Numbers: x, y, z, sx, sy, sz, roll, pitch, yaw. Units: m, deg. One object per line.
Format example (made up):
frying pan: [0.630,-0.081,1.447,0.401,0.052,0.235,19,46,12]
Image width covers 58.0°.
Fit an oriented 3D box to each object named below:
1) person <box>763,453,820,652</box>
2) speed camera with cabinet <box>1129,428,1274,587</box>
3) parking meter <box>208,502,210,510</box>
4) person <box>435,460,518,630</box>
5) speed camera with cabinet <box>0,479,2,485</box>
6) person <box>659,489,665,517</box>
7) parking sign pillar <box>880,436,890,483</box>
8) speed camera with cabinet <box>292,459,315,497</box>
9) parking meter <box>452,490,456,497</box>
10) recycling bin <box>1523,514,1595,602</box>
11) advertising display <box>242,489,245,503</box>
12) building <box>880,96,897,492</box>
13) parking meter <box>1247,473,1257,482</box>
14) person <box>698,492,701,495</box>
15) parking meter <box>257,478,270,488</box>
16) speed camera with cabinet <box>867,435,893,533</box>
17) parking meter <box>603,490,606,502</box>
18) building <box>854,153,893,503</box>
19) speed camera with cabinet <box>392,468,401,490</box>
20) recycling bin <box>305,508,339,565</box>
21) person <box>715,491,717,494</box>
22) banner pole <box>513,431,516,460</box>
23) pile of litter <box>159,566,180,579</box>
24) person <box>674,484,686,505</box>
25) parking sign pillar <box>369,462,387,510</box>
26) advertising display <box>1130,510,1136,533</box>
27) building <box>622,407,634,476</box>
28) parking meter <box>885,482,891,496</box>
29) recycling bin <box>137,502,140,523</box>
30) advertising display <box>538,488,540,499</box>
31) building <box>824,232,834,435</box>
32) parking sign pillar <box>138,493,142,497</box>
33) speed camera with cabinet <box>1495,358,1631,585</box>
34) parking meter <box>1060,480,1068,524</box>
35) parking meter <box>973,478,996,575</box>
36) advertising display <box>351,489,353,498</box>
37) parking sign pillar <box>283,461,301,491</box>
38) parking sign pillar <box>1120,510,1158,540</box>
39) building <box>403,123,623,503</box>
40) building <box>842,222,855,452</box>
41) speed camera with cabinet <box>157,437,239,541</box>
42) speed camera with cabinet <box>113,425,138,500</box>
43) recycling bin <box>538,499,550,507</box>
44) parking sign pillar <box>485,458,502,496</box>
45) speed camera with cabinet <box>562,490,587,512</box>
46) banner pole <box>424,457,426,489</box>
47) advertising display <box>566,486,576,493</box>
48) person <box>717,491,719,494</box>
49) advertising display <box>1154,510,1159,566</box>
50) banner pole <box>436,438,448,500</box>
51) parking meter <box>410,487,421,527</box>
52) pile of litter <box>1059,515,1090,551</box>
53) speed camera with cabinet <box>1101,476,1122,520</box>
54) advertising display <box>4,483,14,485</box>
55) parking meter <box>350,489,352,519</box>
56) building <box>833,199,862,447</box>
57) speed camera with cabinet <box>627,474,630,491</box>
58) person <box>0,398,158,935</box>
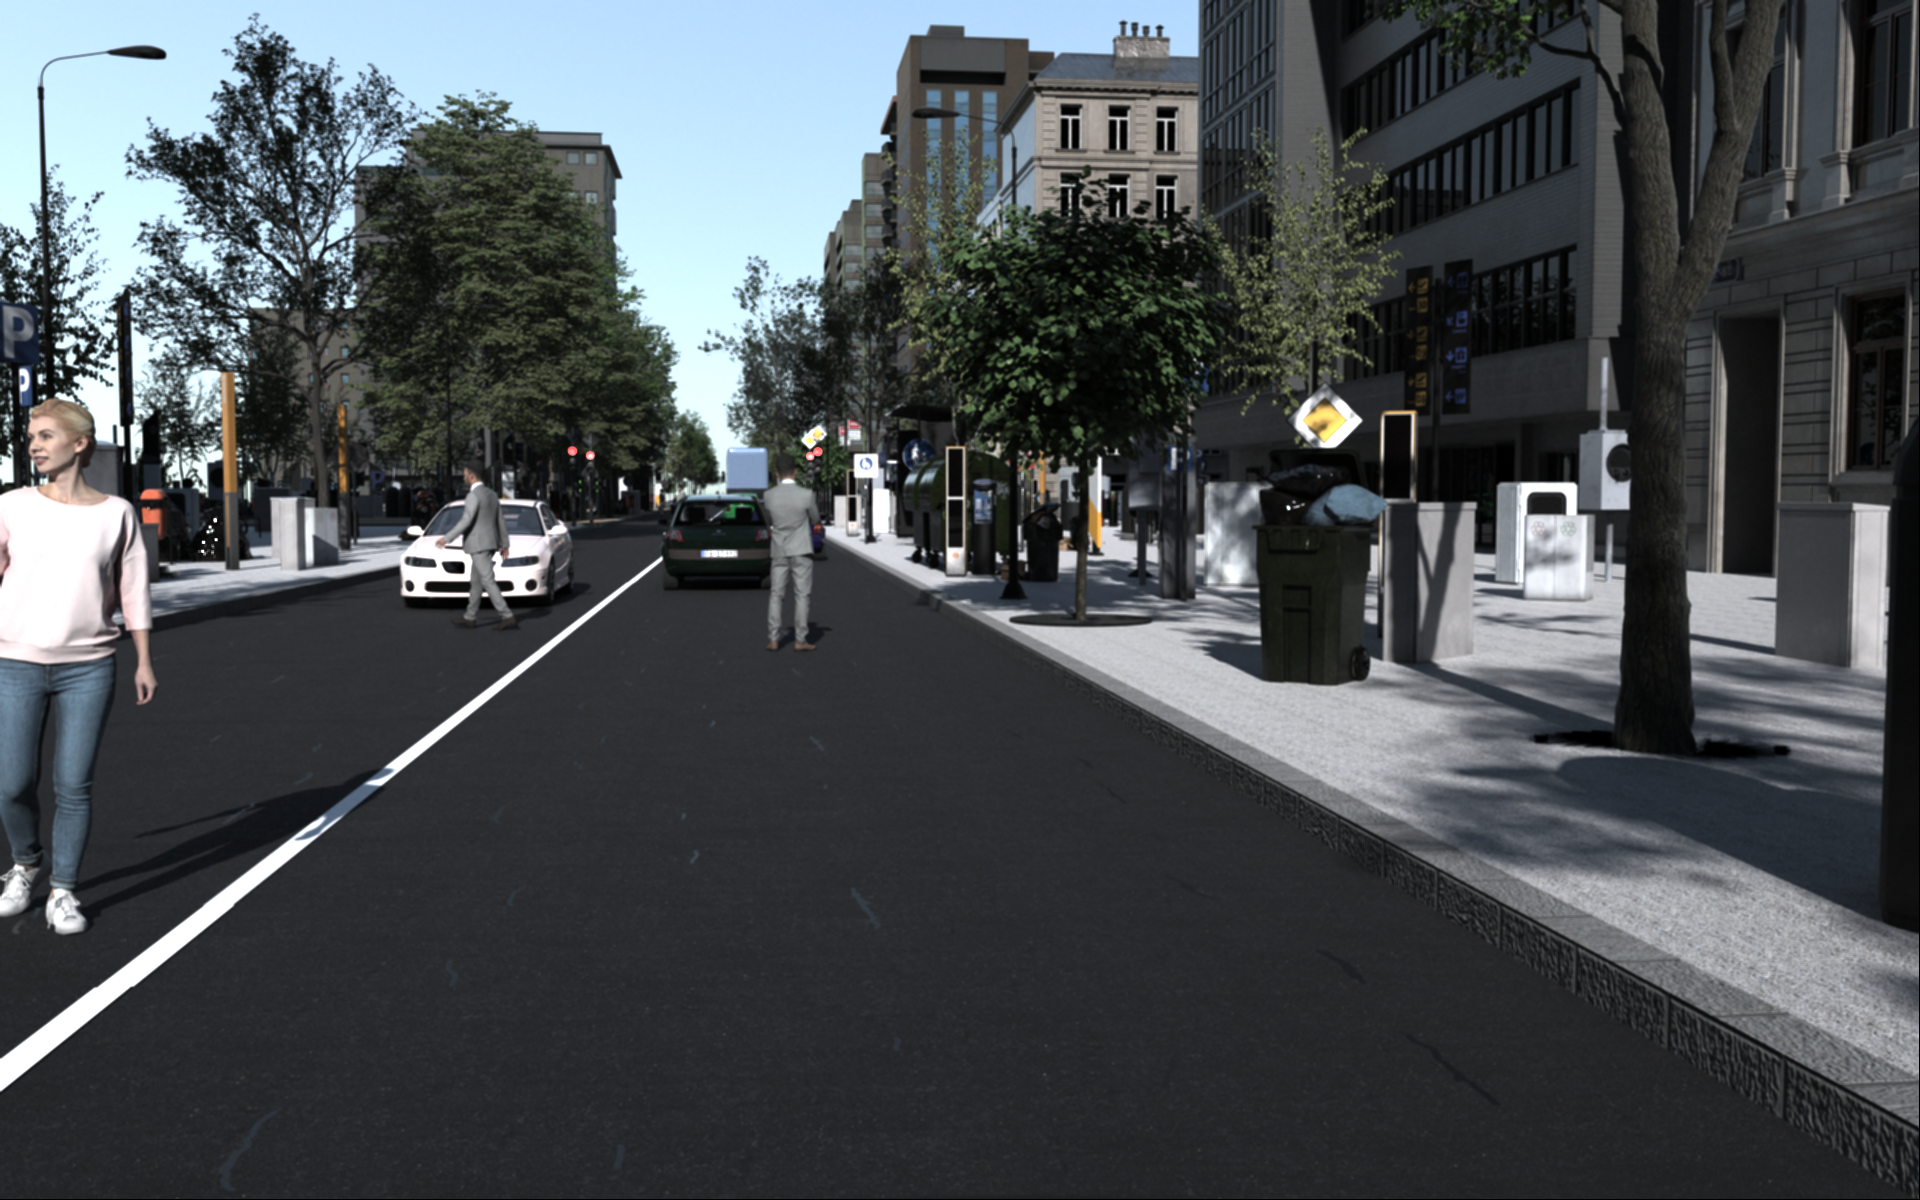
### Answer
person: [-1.542,-0.443,15.917,0.511,1.800,0.466,0,4,-1]
speed camera with cabinet: [3.418,-1.829,24.242,2.038,3.252,0.660,1,4,15]
parking meter: [-45.132,-5.872,104.419,0.372,1.533,0.369,0,3,0]
person: [-5.061,-0.583,18.313,0.850,1.792,0.678,1,4,12]
speed camera with cabinet: [-54.253,-6.316,97.603,0.660,3.252,2.038,-2,4,-33]
person: [-18.596,-6.062,108.166,0.362,1.759,0.519,-1,4,-16]
parking sign pillar: [-3.417,-5.557,79.332,1.447,3.967,1.447,0,4,-1]
speed camera with cabinet: [-36.640,-6.251,96.547,0.660,3.252,2.038,0,4,5]
parking meter: [-34.259,-6.643,117.026,0.372,1.533,0.369,0,3,0]
recycling bin: [7.289,-0.521,21.073,0.722,1.027,0.722,2,4,28]
advertising display: [-54.805,-7.776,132.345,0.123,1.923,0.974,-2,4,-29]
building: [2.760,-32.760,190.246,22.147,44.769,28.867,0,4,-7]
parking meter: [8.013,-2.561,47.590,0.255,1.863,0.399,0,4,2]
person: [-31.921,-12.475,212.989,1.217,1.766,0.721,3,5,41]
parking meter: [-24.812,-3.429,61.768,0.399,1.863,0.255,0,4,4]
speed camera with cabinet: [-2.724,-3.854,57.351,0.660,3.252,2.038,-1,4,-10]
parking meter: [-24.285,-6.754,118.833,0.372,1.533,0.369,0,3,0]
building: [-4.985,-32.257,210.993,14.154,41.232,14.086,0,4,-7]
speed camera with cabinet: [-42.648,-8.377,131.293,0.660,3.252,2.038,-1,4,-22]
recycling bin: [-11.823,-1.159,31.512,0.722,1.027,0.722,1,4,19]
person: [-36.145,-15.231,257.401,0.709,1.838,0.599,-1,4,-18]
banner pole: [-17.662,-4.799,68.478,0.401,3.779,0.863,0,4,1]
pile of litter: [-12.733,-0.772,26.591,1.719,0.858,1.176,3,5,43]
person: [-10.737,-3.533,66.453,0.466,1.800,0.511,-1,4,-11]
parking sign pillar: [-48.084,-9.455,143.067,1.447,3.967,1.447,-3,5,-43]
advertising display: [5.489,-2.842,51.685,0.974,1.923,0.123,-2,4,-32]
building: [-67.934,-26.837,283.818,27.650,21.520,28.899,0,4,-7]
parking meter: [-3.320,-4.416,77.918,0.399,1.863,0.255,-1,4,-17]
recycling bin: [-26.954,-2.665,56.134,0.722,1.027,0.722,3,4,36]
advertising display: [-34.179,-8.213,139.503,0.974,1.923,0.123,2,4,34]
building: [-12.514,-41.494,302.132,21.300,48.544,21.600,0,4,-7]
parking sign pillar: [-62.806,-8.812,132.540,1.447,3.967,1.447,1,4,17]
speed camera with cabinet: [8.739,-1.865,24.831,2.038,3.252,0.660,-1,4,-17]
parking meter: [4.257,-3.975,70.704,0.255,1.863,0.399,-1,4,-9]
parking meter: [0.385,-1.168,27.506,0.372,1.533,0.369,0,3,0]
advertising display: [-47.470,-7.950,135.197,0.974,1.923,0.123,2,4,33]
parking sign pillar: [-52.704,-9.067,136.725,1.447,3.967,1.447,-1,4,-14]
parking sign pillar: [5.200,-3.669,48.458,1.447,3.967,1.447,1,4,11]
building: [-64.716,-40.690,254.527,28.713,52.752,27.495,0,4,-7]
building: [-10.847,-35.390,262.218,14.154,41.232,14.086,0,4,-7]
speed camera with cabinet: [-20.937,-3.254,47.535,2.038,3.252,0.660,0,4,-6]
speed camera with cabinet: [-23.942,-3.328,48.747,0.660,3.252,2.038,0,4,4]
recycling bin: [-21.711,-4.810,91.204,0.722,1.027,0.722,2,4,35]
parking sign pillar: [-35.622,-8.911,134.161,1.447,3.967,1.447,3,4,36]
speed camera with cabinet: [-27.521,-7.861,122.866,2.038,3.252,0.660,-2,4,-32]
banner pole: [-33.485,-7.246,108.489,0.401,3.779,0.863,-1,4,-20]
advertising display: [-32.224,-8.463,143.580,0.123,1.923,0.974,3,5,43]
person: [-29.272,-12.278,209.275,0.705,1.821,1.348,-3,5,-39]
advertising display: [3.580,-1.560,30.724,0.123,1.923,0.974,0,4,2]
banner pole: [-23.061,-5.339,77.307,0.401,3.779,0.863,2,4,28]
parking meter: [-18.826,-3.153,59.957,0.372,1.533,0.369,0,3,0]
pile of litter: [2.477,-1.583,39.847,1.176,0.858,1.719,1,4,19]
speed camera with cabinet: [7.547,-5.596,85.824,0.660,3.252,2.038,-3,5,-41]
advertising display: [-52.753,-5.584,96.504,0.974,1.923,0.123,0,4,6]
parking meter: [-21.868,-3.421,61.647,0.399,1.863,0.255,-1,4,-17]
building: [-8.785,-40.177,280.593,21.300,48.544,21.600,0,4,-7]
speed camera with cabinet: [-25.311,-8.478,132.950,0.660,3.252,2.038,0,4,-2]
person: [-3.091,0.209,5.756,0.731,1.740,0.598,-2,4,-30]
